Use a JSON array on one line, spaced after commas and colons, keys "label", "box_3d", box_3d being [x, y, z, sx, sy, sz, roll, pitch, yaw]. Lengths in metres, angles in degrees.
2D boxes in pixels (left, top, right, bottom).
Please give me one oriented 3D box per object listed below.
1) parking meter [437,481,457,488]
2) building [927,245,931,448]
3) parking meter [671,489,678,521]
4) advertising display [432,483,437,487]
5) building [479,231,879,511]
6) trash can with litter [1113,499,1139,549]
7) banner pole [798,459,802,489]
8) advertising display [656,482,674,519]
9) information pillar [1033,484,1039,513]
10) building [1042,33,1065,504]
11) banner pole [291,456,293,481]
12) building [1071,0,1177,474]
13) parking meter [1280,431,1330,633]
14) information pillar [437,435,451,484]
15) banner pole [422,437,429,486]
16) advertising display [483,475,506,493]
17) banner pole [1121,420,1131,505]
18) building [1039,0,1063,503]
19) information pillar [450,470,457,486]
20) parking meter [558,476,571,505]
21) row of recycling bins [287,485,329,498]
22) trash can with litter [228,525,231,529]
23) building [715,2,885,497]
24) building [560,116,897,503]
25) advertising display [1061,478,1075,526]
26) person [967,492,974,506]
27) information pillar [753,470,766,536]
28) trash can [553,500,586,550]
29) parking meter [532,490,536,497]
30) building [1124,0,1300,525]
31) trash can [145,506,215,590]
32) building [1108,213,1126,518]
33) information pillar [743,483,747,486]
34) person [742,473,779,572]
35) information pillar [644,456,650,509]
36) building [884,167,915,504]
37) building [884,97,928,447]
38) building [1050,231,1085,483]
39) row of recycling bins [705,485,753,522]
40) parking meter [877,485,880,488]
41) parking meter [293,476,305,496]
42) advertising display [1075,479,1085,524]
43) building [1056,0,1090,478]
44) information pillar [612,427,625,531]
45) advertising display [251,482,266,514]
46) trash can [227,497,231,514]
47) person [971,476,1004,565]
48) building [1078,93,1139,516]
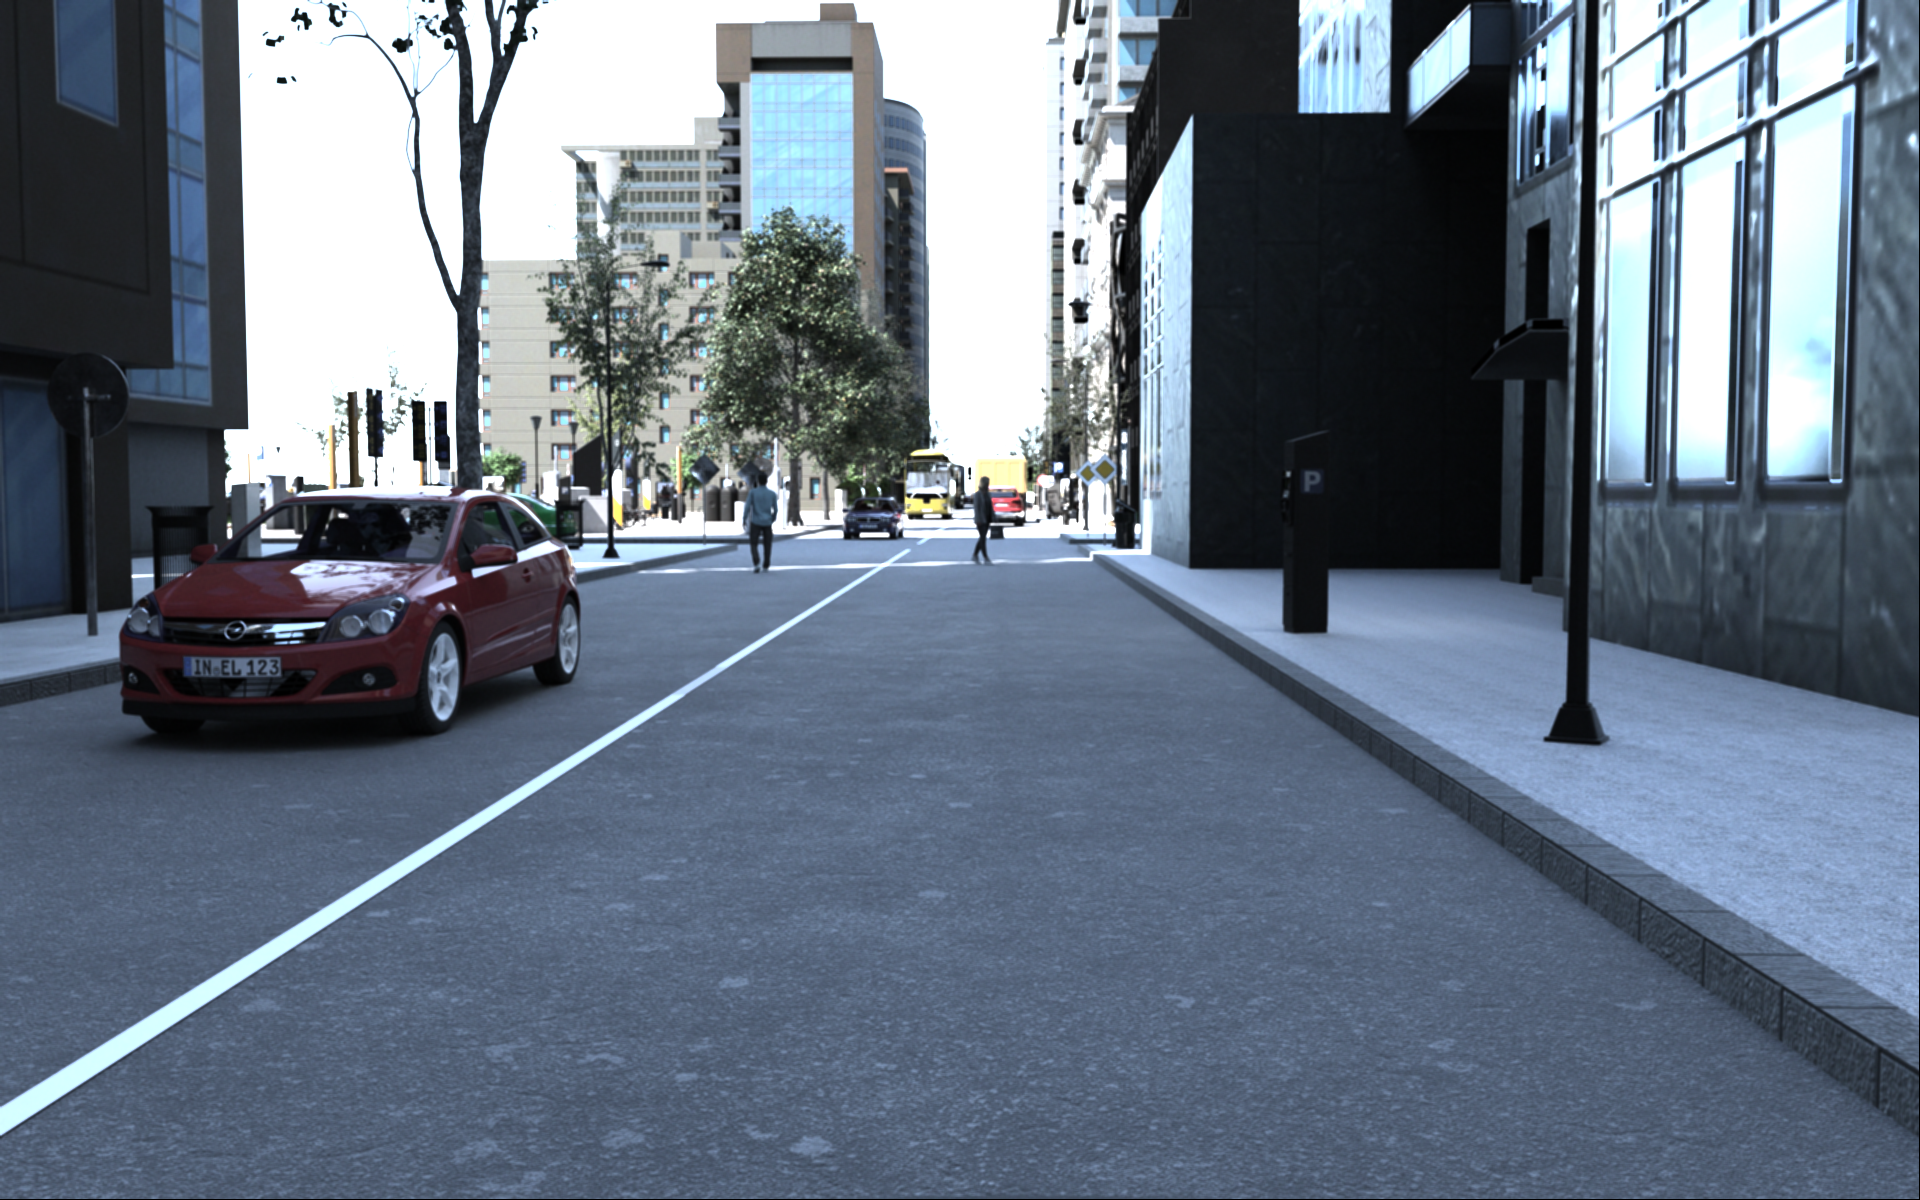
[{"label": "parking meter", "box_3d": [-10.094, -1.572, 34.116, 0.372, 1.533, 0.369, 0, 3, 0]}, {"label": "building", "box_3d": [-12.001, -36.297, 277.045, 14.154, 41.232, 14.086, 0, 4, 1]}, {"label": "parking meter", "box_3d": [-13.674, -4.563, 83.014, 0.372, 1.533, 0.369, 0, 3, 0]}, {"label": "advertising display", "box_3d": [-29.781, -5.749, 99.209, 0.123, 1.923, 0.974, 2, 4, 35]}, {"label": "building", "box_3d": [-21.420, -18.142, 141.659, 27.650, 21.520, 28.899, 0, 4, 1]}, {"label": "trash can with litter", "box_3d": [4.128, -1.792, 40.680, 1.055, 1.170, 0.624, 1, 4, 13]}, {"label": "banner pole", "box_3d": [-10.028, -7.158, 107.050, 0.401, 3.779, 0.863, 2, 4, 34]}, {"label": "advertising display", "box_3d": [-15.150, -5.125, 89.005, 0.974, 1.923, 0.123, -2, 4, -32]}, {"label": "information pillar", "box_3d": [5.301, -7.084, 120.321, 0.304, 2.012, 0.304, 2, 4, 26]}, {"label": "building", "box_3d": [21.231, -41.819, 225.743, 21.231, 58.520, 28.212, 0, 4, 1]}, {"label": "banner pole", "box_3d": [-43.764, -7.557, 113.577, 0.401, 3.779, 0.863, -2, 4, -28]}, {"label": "building", "box_3d": [21.335, -31.860, 140.516, 23.786, 49.044, 30.456, 0, 4, 1]}, {"label": "parking meter", "box_3d": [3.191, -0.631, 16.031, 0.399, 1.863, 0.255, -1, 4, -10]}, {"label": "information pillar", "box_3d": [-17.372, -4.096, 58.318, 0.504, 3.616, 0.183, -3, 5, -40]}, {"label": "banner pole", "box_3d": [-23.052, -5.198, 75.000, 0.401, 3.779, 0.863, 1, 4, 16]}, {"label": "advertising display", "box_3d": [-16.084, -3.324, 59.554, 0.974, 1.923, 0.123, 1, 4, 10]}, {"label": "banner pole", "box_3d": [5.632, -4.200, 58.684, 0.401, 3.779, 0.863, -1, 4, -21]}, {"label": "building", "box_3d": [21.720, -49.631, 249.717, 20.563, 71.187, 20.611, 0, 4, 1]}, {"label": "information pillar", "box_3d": [-15.199, -2.929, 52.377, 0.304, 2.012, 0.304, 2, 4, 32]}, {"label": "parking meter", "box_3d": [-12.634, -3.034, 55.311, 0.399, 1.863, 0.255, -1, 4, -17]}, {"label": "row of recycling bins", "box_3d": [-28.738, -4.266, 76.856, 3.534, 1.692, 1.069, 3, 5, 42]}, {"label": "trash can with litter", "box_3d": [-27.071, -3.265, 64.443, 2.233, 1.210, 1.678, 1, 4, 10]}, {"label": "building", "box_3d": [-14.421, -31.349, 162.670, 14.600, 45.320, 14.200, 0, 4, 1]}, {"label": "building", "box_3d": [-23.194, -30.000, 182.373, 32.217, 40.220, 23.993, 0, 4, 1]}, {"label": "advertising display", "box_3d": [4.265, -3.933, 69.512, 0.123, 1.923, 0.974, -1, 4, -17]}, {"label": "person", "box_3d": [1.474, -12.645, 215.954, 1.217, 1.735, 0.721, 1, 4, 11]}, {"label": "information pillar", "box_3d": [-6.165, -2.985, 53.292, 0.304, 2.012, 0.304, -3, 4, -38]}, {"label": "trash can", "box_3d": [-9.065, -1.745, 40.191, 0.748, 1.137, 0.748, 0, 3, 0]}, {"label": "parking meter", "box_3d": [-27.883, -6.432, 113.568, 0.372, 1.533, 0.369, 0, 3, 0]}, {"label": "building", "box_3d": [13.546, -14.768, 71.142, 12.332, 23.373, 15.834, 0, 4, 1]}, {"label": "trash can", "box_3d": [-9.179, -0.536, 20.417, 0.748, 1.137, 0.748, 0, 3, 0]}, {"label": "building", "box_3d": [16.380, -13.801, 93.103, 16.820, 18.784, 16.811, 0, 4, 1]}, {"label": "information pillar", "box_3d": [-14.551, -6.854, 116.555, 0.304, 2.012, 0.304, 1, 4, 22]}, {"label": "person", "box_3d": [-3.649, -1.421, 31.755, 0.660, 1.820, 0.620, -1, 4, -19]}, {"label": "information pillar", "box_3d": [-19.270, -7.053, 106.677, 0.504, 3.616, 0.183, 2, 4, 35]}, {"label": "building", "box_3d": [-17.286, -34.998, 226.841, 22.147, 44.769, 28.867, 0, 4, 1]}, {"label": "building", "box_3d": [-15.851, -43.630, 255.346, 21.231, 58.520, 28.212, 0, 4, 1]}, {"label": "building", "box_3d": [16.986, -25.688, 191.704, 14.160, 30.474, 14.107, 0, 4, 1]}, {"label": "row of recycling bins", "box_3d": [-10.148, -4.442, 79.741, 3.534, 1.692, 1.069, 1, 4, 16]}, {"label": "parking meter", "box_3d": [-5.119, -6.189, 106.896, 0.255, 1.863, 0.399, 3, 4, 38]}, {"label": "parking meter", "box_3d": [-20.874, -2.998, 54.728, 0.255, 1.863, 0.399, -3, 4, -38]}, {"label": "advertising display", "box_3d": [5.179, -4.293, 75.402, 0.123, 1.923, 0.974, 3, 5, 40]}, {"label": "building", "box_3d": [24.109, -35.476, 169.271, 28.713, 52.752, 27.495, 0, 4, 1]}, {"label": "information pillar", "box_3d": [-11.977, -4.228, 60.475, 0.504, 3.616, 0.183, 3, 4, 36]}, {"label": "advertising display", "box_3d": [-36.927, -5.270, 91.373, 0.974, 1.923, 0.123, -2, 4, -28]}, {"label": "trash can", "box_3d": [-32.168, -3.974, 76.627, 0.748, 1.137, 0.748, 0, 3, 0]}, {"label": "person", "box_3d": [0.517, -1.631, 35.351, 0.728, 1.800, 0.709, 3, 5, 45]}, {"label": "building", "box_3d": [15.109, -19.914, 112.982, 14.401, 28.519, 23.554, 0, 4, 1]}]
